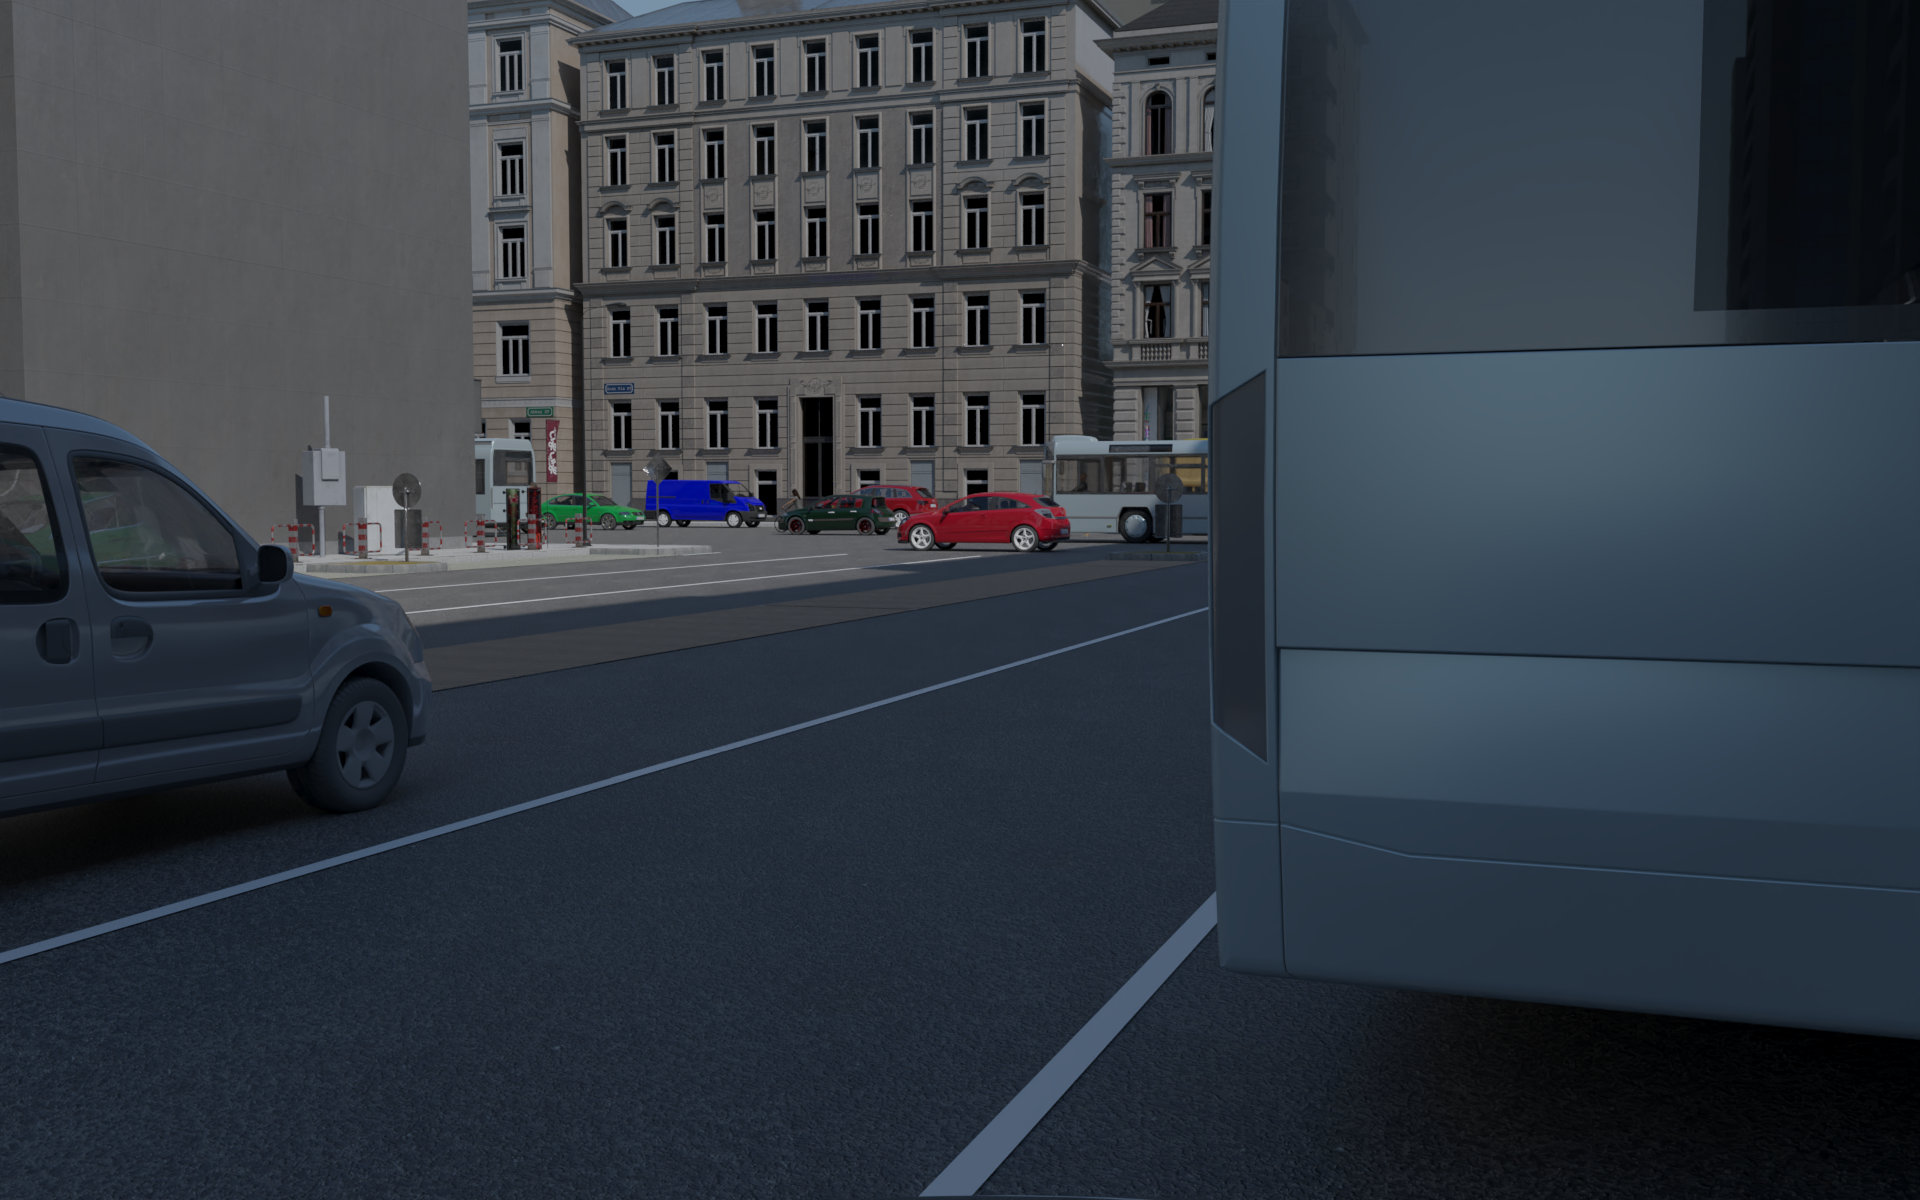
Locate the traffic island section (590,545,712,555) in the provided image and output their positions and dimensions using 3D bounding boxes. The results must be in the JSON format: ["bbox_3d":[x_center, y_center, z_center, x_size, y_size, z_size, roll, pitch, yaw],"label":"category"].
[{"bbox_3d":[-7.328,-1.200,41.907,2.009,0.180,2.903,1,4,20],"label":"traffic island section"}]

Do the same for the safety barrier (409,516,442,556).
[{"bbox_3d":[-11.079,-1.320,35.852,0.300,0.817,1.120,1,4,20],"label":"safety barrier"}]

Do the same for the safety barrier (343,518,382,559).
[{"bbox_3d":[-11.743,-1.210,34.053,0.300,0.817,1.120,1,4,20],"label":"safety barrier"}]

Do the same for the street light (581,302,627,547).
[{"bbox_3d":[-8.694,-4.256,42.131,1.470,5.913,1.316,1,4,20],"label":"street light"}]

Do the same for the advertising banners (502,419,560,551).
[{"bbox_3d":[-9.876,-2.683,40.053,0.090,3.025,2.074,2,4,24],"label":"advertising banners"}]

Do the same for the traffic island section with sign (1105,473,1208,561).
[{"bbox_3d":[4.409,-1.816,37.824,2.006,1.907,1.989,1,4,20],"label":"traffic island section with sign"}]

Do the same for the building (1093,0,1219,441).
[{"bbox_3d":[16.764,-14.996,74.060,19.941,23.489,11.050,1,4,20],"label":"building"}]

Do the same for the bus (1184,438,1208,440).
[{"bbox_3d":[14.365,-4.506,65.226,12.252,3.916,2.896,1,4,22],"label":"bus"}]

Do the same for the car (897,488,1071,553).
[{"bbox_3d":[0.552,-2.123,43.747,4.494,1.783,2.155,1,4,22],"label":"car"}]

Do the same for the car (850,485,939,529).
[{"bbox_3d":[-3.447,-3.820,71.131,5.304,1.827,2.281,1,4,21],"label":"car"}]

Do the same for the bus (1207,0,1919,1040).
[{"bbox_3d":[3.975,-0.870,9.080,2.948,3.499,13.247,1,4,20],"label":"bus"}]

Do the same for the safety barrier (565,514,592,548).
[{"bbox_3d":[-9.078,-1.650,41.251,0.300,0.817,1.120,1,4,20],"label":"safety barrier"}]

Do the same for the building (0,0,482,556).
[{"bbox_3d":[-27.396,-13.546,40.551,30.058,24.678,14.314,1,4,20],"label":"building"}]

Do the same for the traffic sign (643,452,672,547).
[{"bbox_3d":[-7.303,-2.336,41.837,0.795,2.450,0.064,1,4,20],"label":"traffic sign"}]

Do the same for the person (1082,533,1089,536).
[{"bbox_3d":[4.281,-2.811,59.130,0.373,1.253,0.362,2,4,26],"label":"person"}]

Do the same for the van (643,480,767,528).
[{"bbox_3d":[-10.842,-4.272,74.238,5.245,2.365,2.240,1,4,21],"label":"van"}]

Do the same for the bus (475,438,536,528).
[{"bbox_3d":[-21.102,-3.992,60.126,13.247,3.499,2.948,1,4,20],"label":"bus"}]

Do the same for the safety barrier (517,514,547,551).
[{"bbox_3d":[-9.747,-1.540,39.447,0.300,0.817,1.120,1,4,20],"label":"safety barrier"}]

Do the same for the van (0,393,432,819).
[{"bbox_3d":[-3.877,0.009,6.861,2.013,2.044,4.112,1,4,20],"label":"van"}]

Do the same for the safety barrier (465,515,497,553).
[{"bbox_3d":[-10.413,-1.430,37.649,0.300,0.817,1.120,1,4,20],"label":"safety barrier"}]

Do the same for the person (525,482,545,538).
[{"bbox_3d":[-13.495,-2.849,55.112,0.654,1.822,0.581,-2,4,-32],"label":"person"}]

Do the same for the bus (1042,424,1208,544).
[{"bbox_3d":[8.126,-3.374,50.029,13.247,3.499,2.948,1,4,20],"label":"bus"}]

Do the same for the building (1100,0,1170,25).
[{"bbox_3d":[17.212,-31.944,145.981,21.300,48.544,21.600,1,4,20],"label":"building"}]

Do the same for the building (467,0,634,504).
[{"bbox_3d":[-25.980,-18.620,90.349,20.117,28.700,13.634,1,4,20],"label":"building"}]

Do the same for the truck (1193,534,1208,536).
[{"bbox_3d":[12.009,-3.857,58.991,9.791,3.379,3.469,1,4,22],"label":"truck"}]

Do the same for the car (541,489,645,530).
[{"bbox_3d":[-14.874,-3.710,69.449,4.718,1.807,1.959,1,4,20],"label":"car"}]

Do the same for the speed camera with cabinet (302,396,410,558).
[{"bbox_3d":[-12.419,-2.526,35.634,2.038,3.252,0.660,-3,5,-44],"label":"speed camera with cabinet"}]

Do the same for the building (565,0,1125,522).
[{"bbox_3d":[-4.520,-17.447,82.523,25.104,27.353,12.463,1,4,20],"label":"building"}]

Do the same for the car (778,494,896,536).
[{"bbox_3d":[-4.308,-3.121,60.808,4.222,1.686,2.009,1,4,19],"label":"car"}]

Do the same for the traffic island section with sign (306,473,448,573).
[{"bbox_3d":[-10.622,-1.432,32.037,1.989,1.847,2.006,1,4,20],"label":"traffic island section with sign"}]

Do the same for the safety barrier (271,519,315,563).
[{"bbox_3d":[-12.414,-1.099,32.250,0.300,0.817,1.120,1,4,20],"label":"safety barrier"}]

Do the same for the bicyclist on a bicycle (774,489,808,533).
[{"bbox_3d":[-6.156,-3.307,64.086,1.625,1.676,1.499,1,4,20],"label":"bicyclist on a bicycle"}]

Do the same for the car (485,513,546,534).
[{"bbox_3d":[-17.329,-3.320,63.077,4.718,1.807,1.959,1,4,19],"label":"car"}]
